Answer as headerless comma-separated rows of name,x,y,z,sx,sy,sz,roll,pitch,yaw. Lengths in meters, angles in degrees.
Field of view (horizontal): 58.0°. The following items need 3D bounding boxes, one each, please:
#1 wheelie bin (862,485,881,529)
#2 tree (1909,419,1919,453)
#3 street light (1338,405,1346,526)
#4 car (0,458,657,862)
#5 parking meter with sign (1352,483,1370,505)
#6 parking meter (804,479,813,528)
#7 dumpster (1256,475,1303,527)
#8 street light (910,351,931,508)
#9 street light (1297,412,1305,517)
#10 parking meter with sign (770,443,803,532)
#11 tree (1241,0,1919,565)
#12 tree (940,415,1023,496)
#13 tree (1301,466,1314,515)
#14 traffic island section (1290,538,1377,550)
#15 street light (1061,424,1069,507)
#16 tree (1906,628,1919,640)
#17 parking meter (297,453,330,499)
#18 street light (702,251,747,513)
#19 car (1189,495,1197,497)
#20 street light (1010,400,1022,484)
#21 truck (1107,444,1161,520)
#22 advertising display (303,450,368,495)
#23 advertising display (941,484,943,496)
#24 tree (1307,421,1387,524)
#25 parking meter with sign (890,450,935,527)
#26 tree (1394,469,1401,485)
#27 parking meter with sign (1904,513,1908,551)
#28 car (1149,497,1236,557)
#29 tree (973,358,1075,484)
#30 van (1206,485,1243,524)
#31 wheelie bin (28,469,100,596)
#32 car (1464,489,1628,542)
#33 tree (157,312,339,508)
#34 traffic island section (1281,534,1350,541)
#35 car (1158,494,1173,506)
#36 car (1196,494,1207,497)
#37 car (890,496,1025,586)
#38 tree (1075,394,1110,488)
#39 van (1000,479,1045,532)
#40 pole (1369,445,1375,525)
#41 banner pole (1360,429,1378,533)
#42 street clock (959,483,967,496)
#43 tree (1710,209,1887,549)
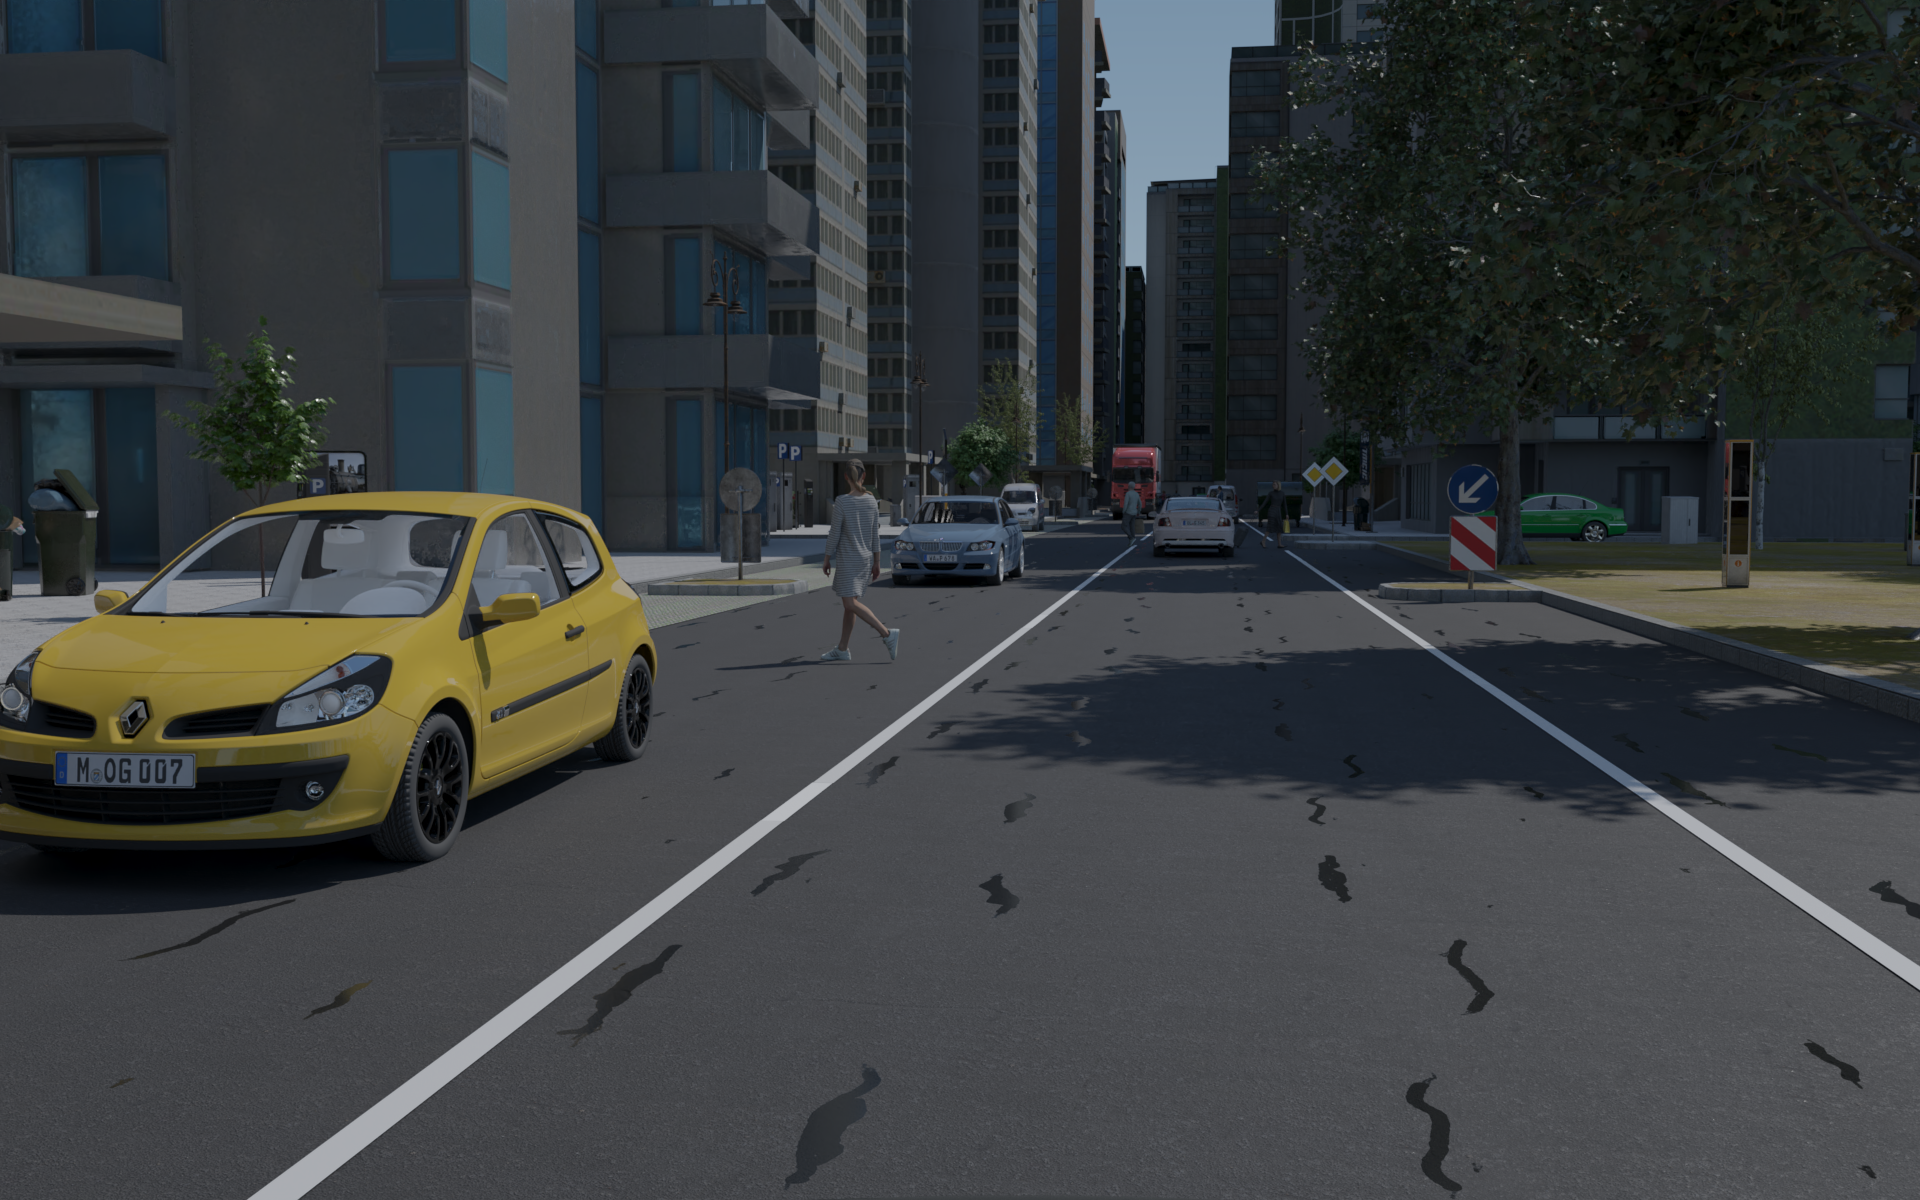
wheelie bin,-3.352,-3.370,63.011,0.980,1.594,0.693,-3,5,-43
tree,34.961,-5.011,65.642,4.285,4.588,4.351,0,3,0
street light,15.220,-5.856,68.539,0.468,5.910,1.993,0,4,8
car,-2.719,0.133,8.045,2.015,1.641,3.980,0,4,7
parking meter with sign,24.028,-6.476,102.142,1.738,3.016,0.543,1,4,9
parking meter,-5.772,-3.689,66.022,0.255,1.863,0.399,-2,4,-24
dumpster,13.773,-4.267,74.720,1.985,2.255,1.502,0,4,8
street light,-1.277,-5.089,55.991,0.468,5.910,1.993,0,4,8
street light,19.281,-7.656,97.961,0.468,5.910,1.993,0,4,8
parking meter with sign,-6.358,-4.003,61.716,0.543,3.016,1.738,2,4,33
tree,10.034,-7.005,31.542,9.611,12.733,9.660,0,3,0
tree,0.988,-5.718,77.207,4.285,4.588,4.351,0,3,0
tree,21.154,-6.705,104.221,1.663,3.219,1.824,0,3,0
traffic island section,9.975,-1.465,46.240,2.009,0.180,2.903,0,4,8
street light,7.011,-8.702,115.067,0.468,5.910,1.993,0,4,8
tree,9.033,-5.983,14.825,9.611,12.733,9.660,0,3,0
parking meter,-9.268,-1.171,24.855,0.399,1.863,0.255,-3,5,-41
street light,-4.471,-3.691,33.133,0.468,5.910,1.993,0,4,8
car,19.691,-8.085,144.766,1.945,1.354,3.894,0,4,6
street light,2.780,-6.888,85.414,0.468,5.910,1.993,0,4,8
truck,10.095,-6.733,99.002,2.839,4.237,11.283,1,4,8
advertising display,-9.284,-1.251,25.671,0.974,1.923,0.123,-1,4,-16
advertising display,-1.162,-5.652,97.624,0.974,1.923,0.123,3,5,43
tree,16.842,-5.602,75.311,4.285,4.588,4.351,0,3,0
parking meter with sign,-1.895,-4.414,68.430,1.738,3.016,0.543,-1,4,-23
tree,18.090,-4.494,68.083,1.663,3.219,1.824,0,3,0
parking meter with sign,22.020,-2.625,39.173,1.738,3.016,0.543,-3,4,-36
car,5.498,-1.747,40.924,2.083,1.381,4.827,0,4,7
tree,2.769,-8.696,92.549,4.737,8.622,4.395,0,3,0
van,12.815,-4.751,84.682,2.013,2.044,4.112,1,4,9
wheelie bin,-11.349,-0.858,21.939,0.693,1.594,0.980,-1,4,-13
car,16.499,-2.483,49.388,4.718,1.807,1.959,0,4,7
tree,-7.404,-1.461,18.486,1.663,3.219,1.824,0,3,0
traffic island section,11.083,-1.949,54.149,2.009,0.180,2.903,0,4,8
car,24.153,-11.730,203.783,2.014,1.417,4.499,1,4,9
car,19.677,-7.968,139.071,1.959,1.807,4.718,1,4,10
car,0.036,-1.025,28.755,2.014,1.417,4.499,1,4,9
tree,8.481,-10.723,125.675,4.737,8.622,4.395,0,3,0
van,2.315,-3.646,66.626,2.013,2.044,4.112,0,4,7
pole,17.148,-4.786,72.089,0.158,3.312,0.155,0,3,0
banner pole,13.559,-4.132,57.582,0.401,3.779,0.863,-2,4,-29
street clock,0.186,-4.941,85.353,0.358,2.002,0.471,-3,5,-40
tree,18.833,-5.486,40.056,4.737,8.622,4.395,0,3,0
